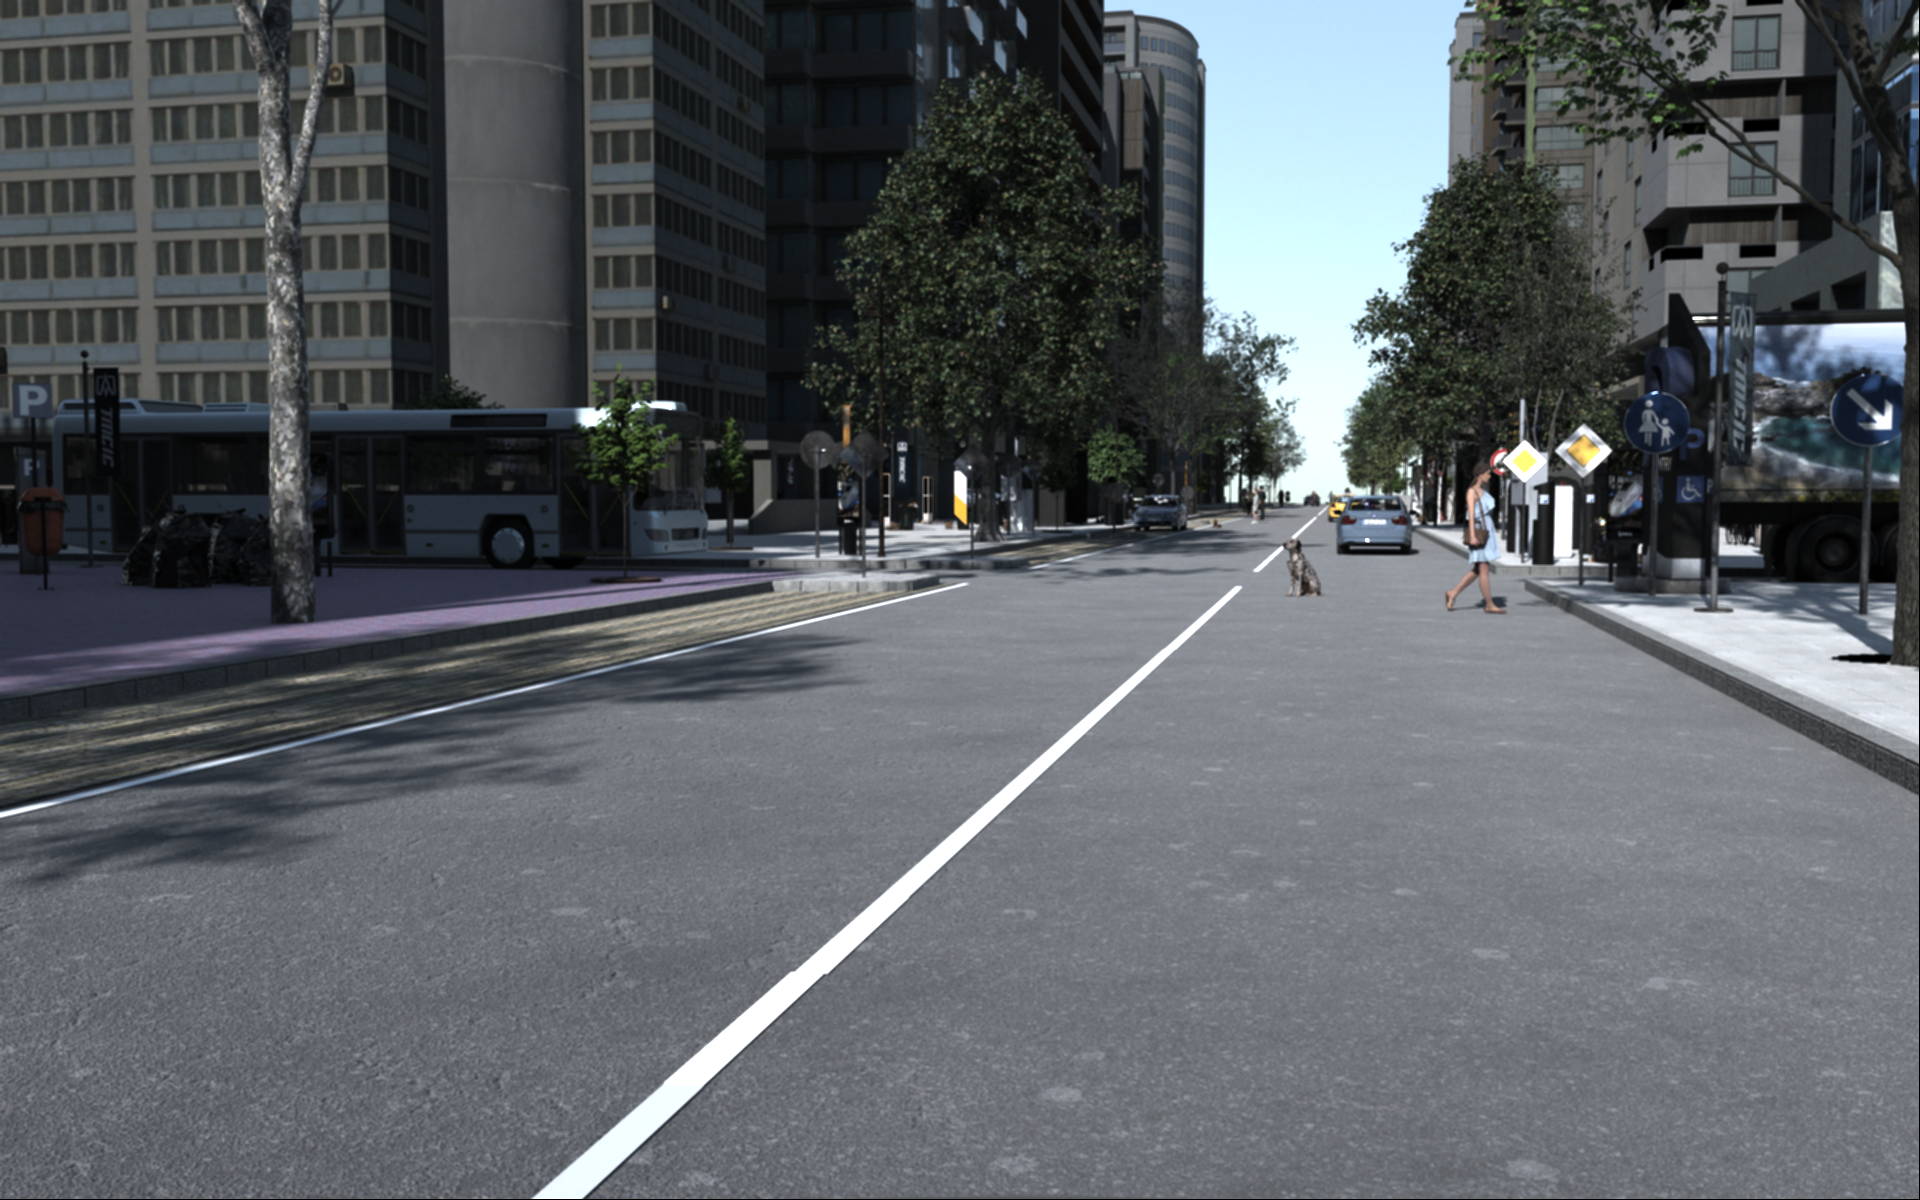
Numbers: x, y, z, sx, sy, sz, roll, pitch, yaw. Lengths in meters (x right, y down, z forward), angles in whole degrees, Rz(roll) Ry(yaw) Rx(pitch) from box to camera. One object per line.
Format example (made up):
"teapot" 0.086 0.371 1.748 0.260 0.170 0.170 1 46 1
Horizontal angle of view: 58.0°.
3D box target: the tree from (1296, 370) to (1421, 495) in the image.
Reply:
"tree" 41.955 -15.917 170.609 12.009 13.543 11.850 0 3 0

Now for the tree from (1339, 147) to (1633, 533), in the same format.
"tree" 17.533 -8.587 57.413 9.611 12.733 9.660 0 3 0

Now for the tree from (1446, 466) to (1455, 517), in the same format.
"tree" 26.805 -6.251 96.807 1.663 3.219 1.824 0 3 0

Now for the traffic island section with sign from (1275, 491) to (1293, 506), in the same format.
"traffic island section with sign" 39.495 -12.476 212.605 1.989 1.847 2.006 1 4 12

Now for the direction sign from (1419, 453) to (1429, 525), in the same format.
"direction sign" 19.281 -4.884 71.854 0.379 3.537 0.876 2 4 26

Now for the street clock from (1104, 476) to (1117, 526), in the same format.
"street clock" 6.085 -4.009 70.120 0.471 2.002 0.358 -2 4 -35

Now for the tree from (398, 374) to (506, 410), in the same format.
"tree" -13.883 -3.893 47.364 4.285 4.588 4.351 0 3 0

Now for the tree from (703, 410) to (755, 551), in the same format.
"tree" -5.221 -2.768 39.853 1.663 3.219 1.824 0 3 0

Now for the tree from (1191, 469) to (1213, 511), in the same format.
"tree" 18.625 -8.490 133.414 1.663 3.219 1.824 0 3 0

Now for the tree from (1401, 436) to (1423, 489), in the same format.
"tree" 21.077 -7.691 76.106 4.360 8.622 3.978 0 3 0

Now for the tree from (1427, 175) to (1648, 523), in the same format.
"tree" 14.009 -5.550 41.105 4.360 8.622 3.978 0 3 0

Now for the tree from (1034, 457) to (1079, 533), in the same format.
"tree" 3.097 -3.842 57.418 1.663 3.219 1.824 0 3 0

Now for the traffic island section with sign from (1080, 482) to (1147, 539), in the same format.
"traffic island section with sign" 5.012 -2.905 56.128 1.989 1.847 2.006 1 4 12

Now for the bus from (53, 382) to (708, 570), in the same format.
"bus" -10.614 -2.326 32.897 13.247 3.499 2.948 1 4 13

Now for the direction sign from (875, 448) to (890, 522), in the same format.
"direction sign" -3.584 -5.369 79.773 0.876 3.537 0.379 -3 5 -43

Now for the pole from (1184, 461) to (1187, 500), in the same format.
"pole" 14.031 -6.956 107.580 0.158 3.312 0.155 0 3 0

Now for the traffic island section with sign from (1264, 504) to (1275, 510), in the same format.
"traffic island section with sign" 27.399 -9.118 157.705 1.989 1.847 2.006 1 4 12

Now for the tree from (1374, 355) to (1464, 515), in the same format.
"tree" 23.010 -8.252 85.280 4.737 8.622 4.395 0 3 0

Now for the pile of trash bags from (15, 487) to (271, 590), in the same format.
"pile of trash bags" -11.210 -0.882 24.177 3.447 1.369 1.912 -2 4 -31

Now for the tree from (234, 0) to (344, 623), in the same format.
"tree" -7.891 -9.787 15.908 12.611 20.169 13.585 0 3 0

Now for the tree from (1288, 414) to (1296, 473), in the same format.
"tree" 46.319 -21.036 254.306 12.009 13.543 11.850 0 3 0

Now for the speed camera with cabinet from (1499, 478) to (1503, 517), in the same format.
"speed camera with cabinet" 30.572 -6.228 96.169 0.660 3.252 2.038 0 4 -3

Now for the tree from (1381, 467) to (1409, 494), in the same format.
"tree" 31.461 -7.966 124.843 1.663 3.219 1.824 0 3 0

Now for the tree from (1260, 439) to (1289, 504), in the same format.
"tree" 44.515 -18.027 245.109 4.360 8.622 3.978 0 3 0

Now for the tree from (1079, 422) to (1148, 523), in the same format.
"tree" 6.833 -5.796 78.481 4.285 4.588 4.351 0 3 0

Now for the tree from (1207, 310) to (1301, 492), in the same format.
"tree" 29.509 -19.921 181.601 12.611 20.169 13.585 0 3 0

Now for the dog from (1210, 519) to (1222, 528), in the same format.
"dog" 10.766 -3.230 73.000 0.550 0.427 0.748 1 4 19

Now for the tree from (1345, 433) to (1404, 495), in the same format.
"tree" 52.030 -18.181 215.379 7.486 12.596 7.792 0 3 0

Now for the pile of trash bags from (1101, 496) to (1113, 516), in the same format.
"pile of trash bags" 8.577 -5.611 101.497 1.912 1.369 3.447 0 4 -6

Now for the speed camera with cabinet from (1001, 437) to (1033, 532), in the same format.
"speed camera with cabinet" 1.960 -3.968 59.210 0.660 3.252 2.038 1 4 19

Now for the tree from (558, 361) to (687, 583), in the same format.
"tree" -4.962 -1.885 25.417 1.663 3.219 1.824 0 3 0

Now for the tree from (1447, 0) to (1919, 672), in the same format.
"tree" 7.193 -5.326 12.842 9.928 11.665 9.643 0 3 0

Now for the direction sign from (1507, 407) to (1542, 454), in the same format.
"direction sign" 14.712 -3.255 45.217 0.876 3.537 0.379 3 4 37

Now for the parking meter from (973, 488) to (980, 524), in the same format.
"parking meter" 0.828 -3.984 73.554 0.372 1.533 0.369 0 3 0

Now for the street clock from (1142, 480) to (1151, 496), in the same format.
"street clock" 9.260 -4.992 86.183 0.358 2.002 0.471 -2 4 -25

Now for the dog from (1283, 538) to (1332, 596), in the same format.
"dog" 4.941 -0.458 24.319 0.800 0.831 0.513 1 4 11

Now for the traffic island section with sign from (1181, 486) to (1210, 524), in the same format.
"traffic island section with sign" 10.950 -4.556 83.113 1.989 1.847 2.006 1 4 12

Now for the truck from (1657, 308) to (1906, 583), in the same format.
"truck" 16.912 -2.315 26.761 11.283 4.237 2.839 1 4 14

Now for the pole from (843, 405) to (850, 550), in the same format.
"pole" -2.598 -2.807 39.733 0.158 3.312 0.155 0 3 0

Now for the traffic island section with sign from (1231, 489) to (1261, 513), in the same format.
"traffic island section with sign" 21.591 -7.506 131.357 1.989 1.847 2.006 1 4 12

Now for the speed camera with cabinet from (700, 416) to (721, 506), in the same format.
"speed camera with cabinet" -6.750 -2.999 43.376 0.660 3.252 2.038 2 4 24

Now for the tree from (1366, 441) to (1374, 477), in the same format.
"tree" 36.754 -12.036 147.158 4.737 8.622 4.395 0 3 0

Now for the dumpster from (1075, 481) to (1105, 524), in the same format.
"dumpster" 5.630 -4.279 75.712 1.264 1.857 1.865 1 4 12

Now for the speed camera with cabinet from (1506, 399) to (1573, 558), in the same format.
"speed camera with cabinet" 11.939 -2.520 35.533 0.660 3.252 2.038 0 4 -2

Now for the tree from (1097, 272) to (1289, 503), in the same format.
"tree" 11.892 -11.376 96.368 12.009 13.543 11.850 0 3 0

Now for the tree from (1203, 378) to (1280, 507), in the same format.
"tree" 27.723 -15.320 168.607 7.486 12.596 7.792 0 3 0

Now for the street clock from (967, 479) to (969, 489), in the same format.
"street clock" 0.291 -4.696 81.349 0.358 2.002 0.471 0 4 3

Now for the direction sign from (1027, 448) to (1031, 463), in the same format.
"direction sign" 3.332 -5.068 74.864 0.876 3.537 0.379 1 4 15

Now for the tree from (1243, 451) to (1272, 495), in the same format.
"tree" 36.126 -15.988 211.769 4.737 8.622 4.395 0 3 0

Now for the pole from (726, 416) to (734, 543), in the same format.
"pole" -6.025 -3.149 45.337 0.158 3.312 0.155 0 3 0

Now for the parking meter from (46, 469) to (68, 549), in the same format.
"parking meter" -20.900 -2.105 40.129 0.399 1.863 0.255 -1 4 -15

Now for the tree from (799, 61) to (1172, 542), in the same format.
"tree" 0.774 -7.902 46.213 9.611 12.733 9.660 0 3 0
